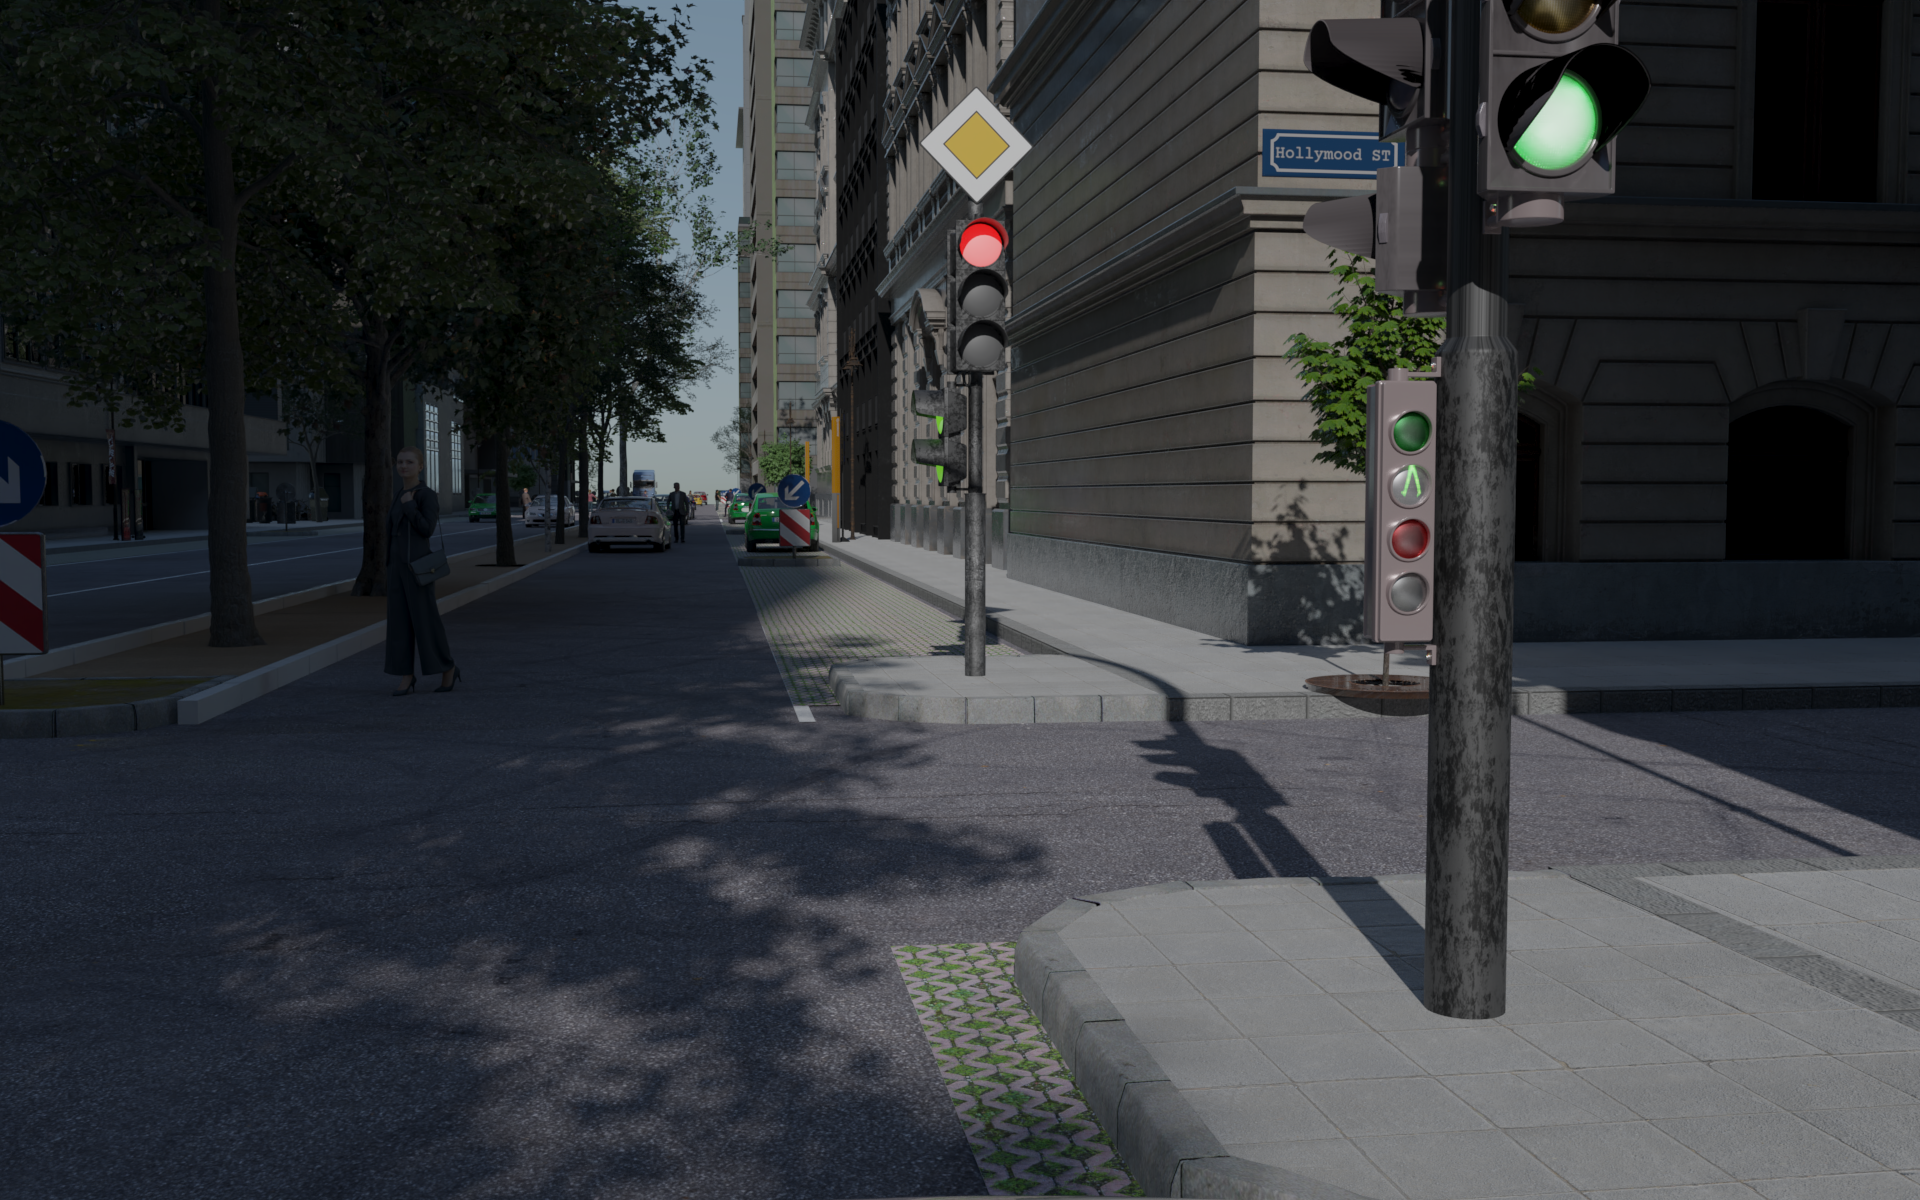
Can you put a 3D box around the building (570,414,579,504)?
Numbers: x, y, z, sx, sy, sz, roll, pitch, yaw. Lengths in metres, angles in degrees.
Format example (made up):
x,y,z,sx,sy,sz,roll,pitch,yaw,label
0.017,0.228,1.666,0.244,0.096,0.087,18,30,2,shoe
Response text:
x,y,z,sx,sy,sz,roll,pitch,yaw,label
-59.828,-34.645,221.069,22.147,44.769,28.867,-1,4,-8,building

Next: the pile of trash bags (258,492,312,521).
x,y,z,sx,sy,sz,roll,pitch,yaw,label
-32.276,-4.426,82.115,1.912,1.369,3.447,1,4,9,pile of trash bags

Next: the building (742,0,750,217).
x,y,z,sx,sy,sz,roll,pitch,yaw,label
-14.787,-40.472,203.709,21.231,58.520,28.212,-1,4,-8,building

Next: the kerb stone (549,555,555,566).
x,y,z,sx,sy,sz,roll,pitch,yaw,label
-8.241,-0.754,34.568,0.120,0.150,1.000,-1,4,-8,kerb stone

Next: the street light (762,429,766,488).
x,y,z,sx,sy,sz,roll,pitch,yaw,label
-13.974,-9.252,124.057,0.468,5.910,1.993,-1,4,-8,street light

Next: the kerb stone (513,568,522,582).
x,y,z,sx,sy,sz,roll,pitch,yaw,label
-7.358,-0.382,28.490,0.120,0.150,1.000,-1,4,-8,kerb stone

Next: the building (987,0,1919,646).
x,y,z,sx,sy,sz,roll,pitch,yaw,label
18.447,-12.372,21.362,34.723,24.649,14.460,-1,4,-8,building

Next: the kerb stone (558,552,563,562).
x,y,z,sx,sy,sz,roll,pitch,yaw,label
-8.539,-0.881,36.596,0.120,0.150,1.000,-1,4,-8,kerb stone

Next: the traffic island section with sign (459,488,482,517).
x,y,z,sx,sy,sz,roll,pitch,yaw,label
-30.129,-6.081,108.050,1.989,1.847,2.006,-1,4,-8,traffic island section with sign

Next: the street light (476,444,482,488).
x,y,z,sx,sy,sz,roll,pitch,yaw,label
-34.406,-9.231,123.720,0.468,5.910,1.993,-1,4,-8,street light

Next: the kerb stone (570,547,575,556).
x,y,z,sx,sy,sz,roll,pitch,yaw,label
-8.975,-1.067,39.635,0.120,0.150,1.000,-1,4,-8,kerb stone

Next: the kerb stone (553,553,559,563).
x,y,z,sx,sy,sz,roll,pitch,yaw,label
-8.389,-0.817,35.585,0.120,0.150,1.000,-1,4,-8,kerb stone

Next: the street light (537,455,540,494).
x,y,z,sx,sy,sz,roll,pitch,yaw,label
-40.769,-11.930,167.835,0.468,5.910,1.993,-1,4,-8,street light

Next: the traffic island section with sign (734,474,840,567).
x,y,z,sx,sy,sz,roll,pitch,yaw,label
-3.478,-1.605,34.868,1.989,1.847,2.006,-1,4,-8,traffic island section with sign

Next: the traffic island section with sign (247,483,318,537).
x,y,z,sx,sy,sz,roll,pitch,yaw,label
-23.044,-3.084,59.048,1.989,1.847,2.006,-1,4,-8,traffic island section with sign

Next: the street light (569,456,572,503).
x,y,z,sx,sy,sz,roll,pitch,yaw,label
-46.299,-14.259,205.928,0.468,5.910,1.993,-1,4,-8,street light

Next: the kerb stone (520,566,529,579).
x,y,z,sx,sy,sz,roll,pitch,yaw,label
-7.500,-0.444,29.502,0.120,0.150,1.000,-1,4,-8,kerb stone

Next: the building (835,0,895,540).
x,y,z,sx,sy,sz,roll,pitch,yaw,label
2.672,-13.879,56.595,12.332,23.373,15.834,-1,4,-8,building

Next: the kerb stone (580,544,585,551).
x,y,z,sx,sy,sz,roll,pitch,yaw,label
-9.408,-1.252,42.670,0.120,0.150,1.000,-1,4,-8,kerb stone

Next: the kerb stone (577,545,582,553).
x,y,z,sx,sy,sz,roll,pitch,yaw,label
-9.261,-1.182,41.659,0.120,0.150,1.000,-1,4,-8,kerb stone

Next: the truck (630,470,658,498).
x,y,z,sx,sy,sz,roll,pitch,yaw,label
-35.787,-12.708,197.532,2.967,4.110,18.799,-1,4,-8,truck

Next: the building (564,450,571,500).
x,y,z,sx,sy,sz,roll,pitch,yaw,label
-52.956,-26.233,200.614,14.160,30.474,14.107,-1,4,-8,building

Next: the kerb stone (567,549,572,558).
x,y,z,sx,sy,sz,roll,pitch,yaw,label
-8.819,-1.005,38.625,0.120,0.150,1.000,-1,4,-8,kerb stone

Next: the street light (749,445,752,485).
x,y,z,sx,sy,sz,roll,pitch,yaw,label
-19.535,-11.559,161.771,0.468,5.910,1.993,-1,4,-8,street light

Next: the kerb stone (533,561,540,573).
x,y,z,sx,sy,sz,roll,pitch,yaw,label
-7.804,-0.570,31.523,0.120,0.150,1.000,-1,4,-8,kerb stone

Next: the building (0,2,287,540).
x,y,z,sx,sy,sz,roll,pitch,yaw,label
-31.474,-14.275,52.457,14.314,24.678,30.058,-1,4,-8,building

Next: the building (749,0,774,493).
x,y,z,sx,sy,sz,roll,pitch,yaw,label
-7.450,-32.320,152.135,21.300,48.544,21.600,-1,4,-8,building

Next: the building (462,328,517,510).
x,y,z,sx,sy,sz,roll,pitch,yaw,label
-51.399,-33.699,140.215,28.713,52.752,27.495,-1,4,-8,building

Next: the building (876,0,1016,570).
x,y,z,sx,sy,sz,roll,pitch,yaw,label
4.146,-12.804,38.224,11.050,23.489,19.941,-1,4,-8,building

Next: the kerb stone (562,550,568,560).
x,y,z,sx,sy,sz,roll,pitch,yaw,label
-8.676,-0.940,37.611,0.120,0.150,1.000,-1,4,-8,kerb stone

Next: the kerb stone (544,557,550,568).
x,y,z,sx,sy,sz,roll,pitch,yaw,label
-8.093,-0.695,33.556,0.120,0.150,1.000,-1,4,-8,kerb stone

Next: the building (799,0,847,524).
x,y,z,sx,sy,sz,roll,pitch,yaw,label
0.441,-17.663,76.187,14.401,28.519,23.554,-1,4,-8,building

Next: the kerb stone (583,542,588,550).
x,y,z,sx,sy,sz,roll,pitch,yaw,label
-9.554,-1.314,43.687,0.120,0.150,1.000,-1,4,-8,kerb stone

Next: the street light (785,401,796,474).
x,y,z,sx,sy,sz,roll,pitch,yaw,label
-8.426,-6.932,86.130,0.468,5.910,1.993,-1,4,-8,street light

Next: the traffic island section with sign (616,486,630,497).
x,y,z,sx,sy,sz,roll,pitch,yaw,label
-16.665,-4.726,85.406,2.006,1.907,1.989,-1,4,-8,traffic island section with sign

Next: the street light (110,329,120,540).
x,y,z,sx,sy,sz,roll,pitch,yaw,label
-23.480,-4.601,48.012,0.468,5.910,1.993,-1,4,-8,street light

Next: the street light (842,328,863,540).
x,y,z,sx,sy,sz,roll,pitch,yaw,label
-3.010,-4.624,48.396,0.468,5.910,1.993,-1,4,-8,street light

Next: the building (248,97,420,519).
x,y,z,sx,sy,sz,roll,pitch,yaw,label
-36.912,-19.501,90.541,14.160,30.474,14.107,-1,4,-8,building

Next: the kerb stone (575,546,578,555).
x,y,z,sx,sy,sz,roll,pitch,yaw,label
-9.117,-1.128,40.647,0.120,0.150,1.000,-1,4,-8,kerb stone

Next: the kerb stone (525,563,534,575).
x,y,z,sx,sy,sz,roll,pitch,yaw,label
-7.656,-0.509,30.512,0.120,0.150,1.000,-1,4,-8,kerb stone

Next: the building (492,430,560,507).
x,y,z,sx,sy,sz,roll,pitch,yaw,label
-53.432,-38.921,178.351,21.231,58.520,28.212,-1,4,-8,building

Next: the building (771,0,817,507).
x,y,z,sx,sy,sz,roll,pitch,yaw,label
-4.171,-25.643,102.850,14.154,41.232,14.086,-1,4,-8,building

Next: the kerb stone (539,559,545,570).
x,y,z,sx,sy,sz,roll,pitch,yaw,label
-7.954,-0.633,32.539,0.120,0.150,1.000,-1,4,-8,kerb stone

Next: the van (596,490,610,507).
x,y,z,sx,sy,sz,roll,pitch,yaw,label
-37.197,-10.665,181.382,2.013,2.044,4.112,-1,4,-10,van

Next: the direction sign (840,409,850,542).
x,y,z,sx,sy,sz,roll,pitch,yaw,label
-3.144,-3.326,46.378,0.379,3.537,0.876,0,4,2,direction sign

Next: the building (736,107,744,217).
x,y,z,sx,sy,sz,roll,pitch,yaw,label
-15.280,-39.346,232.552,28.713,52.752,27.495,-1,4,-8,building

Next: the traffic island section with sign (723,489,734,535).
x,y,z,sx,sy,sz,roll,pitch,yaw,label
-7.326,-3.237,61.549,1.989,1.847,2.006,-1,4,-8,traffic island section with sign

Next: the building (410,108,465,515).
x,y,z,sx,sy,sz,roll,pitch,yaw,label
-43.969,-48.800,110.560,22.319,86.520,31.000,-1,4,-8,building

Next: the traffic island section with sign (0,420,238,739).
x,y,z,sx,sy,sz,roll,pitch,yaw,label
-5.916,-0.177,11.038,2.006,1.907,1.989,-1,4,-8,traffic island section with sign

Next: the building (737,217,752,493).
x,y,z,sx,sy,sz,roll,pitch,yaw,label
-16.371,-25.156,182.998,14.160,30.474,14.107,-1,4,-8,building
